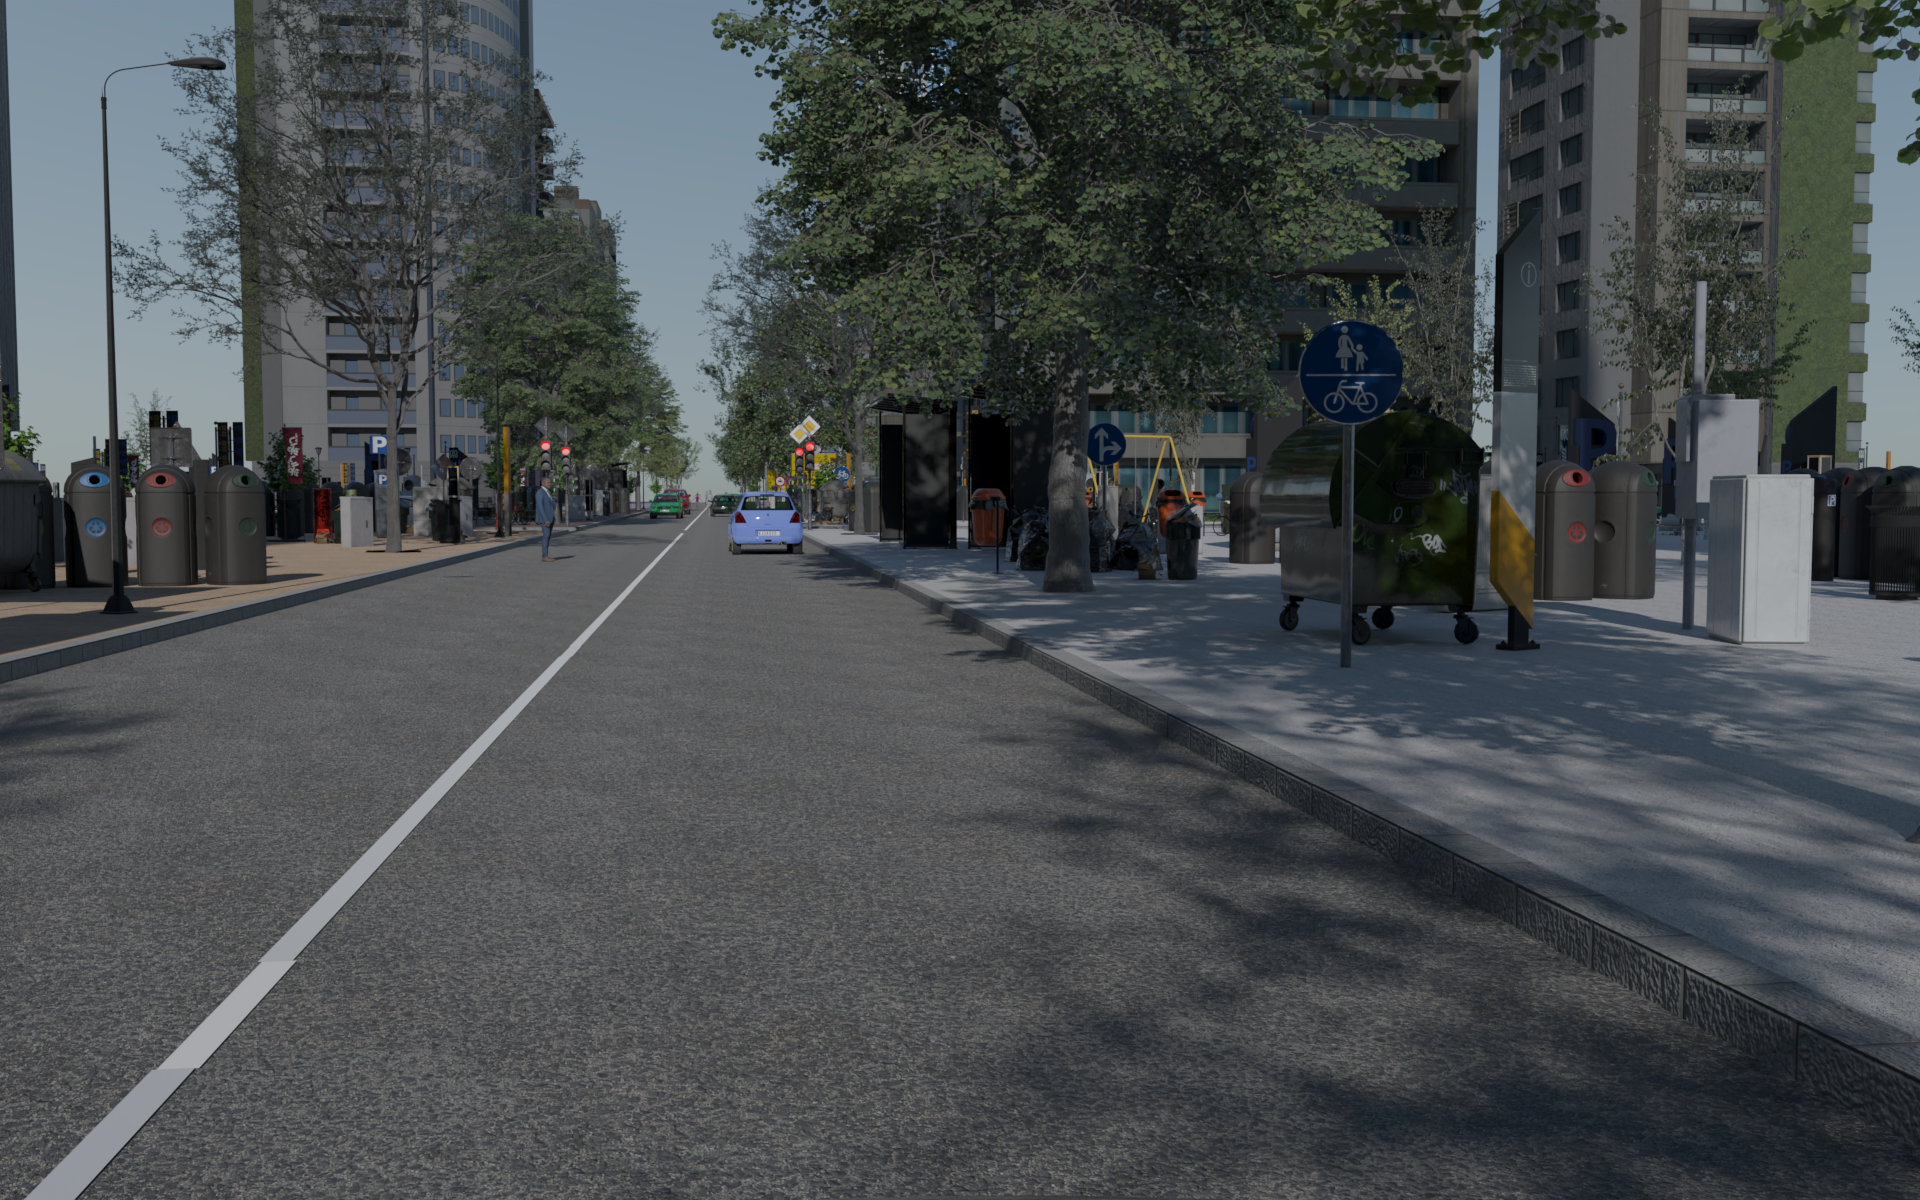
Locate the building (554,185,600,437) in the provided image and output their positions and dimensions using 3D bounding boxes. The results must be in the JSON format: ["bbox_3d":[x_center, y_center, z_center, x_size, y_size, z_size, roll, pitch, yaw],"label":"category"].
[{"bbox_3d":[-60.736,-36.967,254.524,14.600,45.320,14.200,0,4,-8],"label":"building"}]

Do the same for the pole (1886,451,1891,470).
[{"bbox_3d":[44.159,-5.419,82.447,0.158,3.312,0.155,0,3,0],"label":"pole"}]

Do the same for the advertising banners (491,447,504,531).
[{"bbox_3d":[-16.202,-3.941,60.616,0.090,3.025,2.074,-2,4,-25],"label":"advertising banners"}]

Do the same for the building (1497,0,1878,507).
[{"bbox_3d":[38.738,-25.095,93.895,14.086,41.232,14.154,0,4,-8],"label":"building"}]

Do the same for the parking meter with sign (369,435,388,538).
[{"bbox_3d":[-16.984,-3.339,50.862,0.543,3.016,1.738,-1,4,-21],"label":"parking meter with sign"}]

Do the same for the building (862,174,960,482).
[{"bbox_3d":[5.502,-30.257,186.579,32.217,40.220,23.993,0,4,-8],"label":"building"}]

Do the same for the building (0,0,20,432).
[{"bbox_3d":[-30.382,-16.330,38.700,14.107,30.474,14.160,0,4,-8],"label":"building"}]

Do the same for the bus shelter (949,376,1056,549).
[{"bbox_3d":[1.091,-2.812,37.267,1.731,3.624,6.357,0,4,-8],"label":"bus shelter"}]

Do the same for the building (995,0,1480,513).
[{"bbox_3d":[12.928,-28.621,91.658,21.600,48.544,21.300,0,4,-8],"label":"building"}]

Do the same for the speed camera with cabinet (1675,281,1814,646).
[{"bbox_3d":[7.006,-1.296,15.526,0.660,3.252,2.038,0,4,7],"label":"speed camera with cabinet"}]

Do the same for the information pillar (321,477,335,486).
[{"bbox_3d":[-27.482,-4.321,75.143,0.304,2.012,0.304,1,4,10],"label":"information pillar"}]

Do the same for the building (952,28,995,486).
[{"bbox_3d":[11.119,-29.002,128.812,22.147,44.769,28.867,0,4,-8],"label":"building"}]

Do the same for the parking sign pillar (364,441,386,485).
[{"bbox_3d":[-29.703,-6.112,88.403,1.447,3.967,1.447,-1,4,-9],"label":"parking sign pillar"}]

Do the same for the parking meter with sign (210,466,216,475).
[{"bbox_3d":[-46.820,-6.920,109.404,0.543,3.016,1.738,-1,4,-10],"label":"parking meter with sign"}]

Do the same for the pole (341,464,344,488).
[{"bbox_3d":[-41.711,-7.532,116.985,0.158,3.312,0.155,0,3,0],"label":"pole"}]

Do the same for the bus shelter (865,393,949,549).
[{"bbox_3d":[-1.247,-3.187,43.388,1.731,3.624,6.357,0,4,-8],"label":"bus shelter"}]

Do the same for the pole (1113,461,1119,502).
[{"bbox_3d":[5.751,-4.283,63.877,0.158,3.312,0.155,0,3,0],"label":"pole"}]

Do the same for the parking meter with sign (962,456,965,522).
[{"bbox_3d":[-0.668,-5.045,78.754,1.738,3.016,0.543,0,4,-6],"label":"parking meter with sign"}]

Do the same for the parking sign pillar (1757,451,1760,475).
[{"bbox_3d":[36.284,-5.511,78.574,1.447,3.967,1.447,2,4,31],"label":"parking sign pillar"}]

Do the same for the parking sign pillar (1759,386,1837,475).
[{"bbox_3d":[21.130,-3.345,43.167,1.447,3.967,1.447,-1,4,-17],"label":"parking sign pillar"}]

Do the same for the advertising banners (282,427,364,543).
[{"bbox_3d":[-16.623,-2.998,45.210,2.074,3.025,0.090,0,4,-2],"label":"advertising banners"}]

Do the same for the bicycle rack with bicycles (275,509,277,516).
[{"bbox_3d":[-39.512,-5.034,95.684,2.852,0.926,2.925,-2,4,-28],"label":"bicycle rack with bicycles"}]

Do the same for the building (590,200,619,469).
[{"bbox_3d":[-68.063,-40.531,286.375,21.300,48.544,21.600,0,4,-8],"label":"building"}]

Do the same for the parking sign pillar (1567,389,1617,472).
[{"bbox_3d":[16.358,-3.439,44.696,1.447,3.967,1.447,-1,4,-14],"label":"parking sign pillar"}]

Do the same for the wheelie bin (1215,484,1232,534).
[{"bbox_3d":[8.648,-2.906,55.420,0.980,1.594,0.693,0,4,-5],"label":"wheelie bin"}]

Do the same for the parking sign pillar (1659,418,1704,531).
[{"bbox_3d":[25.225,-4.404,60.475,1.447,3.967,1.447,-2,4,-34],"label":"parking sign pillar"}]

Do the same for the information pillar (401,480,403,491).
[{"bbox_3d":[-29.754,-5.408,92.908,0.304,2.012,0.304,-2,4,-34],"label":"information pillar"}]

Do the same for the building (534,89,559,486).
[{"bbox_3d":[-54.494,-32.296,182.667,22.147,44.769,28.867,0,4,-8],"label":"building"}]

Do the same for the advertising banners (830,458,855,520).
[{"bbox_3d":[-5.706,-5.399,84.455,0.090,3.025,2.074,2,4,33],"label":"advertising banners"}]

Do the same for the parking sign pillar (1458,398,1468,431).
[{"bbox_3d":[13.614,-3.608,47.464,1.447,3.967,1.447,1,4,22],"label":"parking sign pillar"}]

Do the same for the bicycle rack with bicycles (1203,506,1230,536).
[{"bbox_3d":[8.799,-2.380,52.287,2.925,0.926,2.852,-1,4,-23],"label":"bicycle rack with bicycles"}]

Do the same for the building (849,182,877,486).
[{"bbox_3d":[-6.283,-31.835,204.104,14.154,41.232,14.086,0,4,-8],"label":"building"}]

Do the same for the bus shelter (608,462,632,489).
[{"bbox_3d":[-25.489,-8.435,129.189,1.731,3.624,6.357,0,4,-8],"label":"bus shelter"}]

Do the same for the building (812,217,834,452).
[{"bbox_3d":[-13.455,-41.006,290.049,23.786,49.044,30.456,0,4,-8],"label":"building"}]

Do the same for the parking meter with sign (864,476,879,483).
[{"bbox_3d":[-3.676,-4.692,72.982,1.738,3.016,0.543,-3,5,-39],"label":"parking meter with sign"}]

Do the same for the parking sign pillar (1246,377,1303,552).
[{"bbox_3d":[7.115,-3.105,39.246,1.447,3.967,1.447,-2,4,-29],"label":"parking sign pillar"}]

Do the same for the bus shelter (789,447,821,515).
[{"bbox_3d":[-10.512,-8.688,119.674,2.179,5.291,8.768,0,4,-8],"label":"bus shelter"}]

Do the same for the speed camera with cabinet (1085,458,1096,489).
[{"bbox_3d":[5.151,-5.096,77.651,2.038,3.252,0.660,-1,4,-12],"label":"speed camera with cabinet"}]

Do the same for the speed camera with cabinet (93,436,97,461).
[{"bbox_3d":[-28.917,-3.939,58.734,0.660,3.252,2.038,-3,5,-41],"label":"speed camera with cabinet"}]

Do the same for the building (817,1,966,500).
[{"bbox_3d":[-10.141,-57.836,258.289,22.319,86.520,31.000,0,4,-8],"label":"building"}]

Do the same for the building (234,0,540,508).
[{"bbox_3d":[-49.961,-37.437,154.096,21.231,58.520,28.212,0,4,-8],"label":"building"}]

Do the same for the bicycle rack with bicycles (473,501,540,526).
[{"bbox_3d":[-18.491,-3.554,71.497,2.852,0.926,2.925,3,5,43],"label":"bicycle rack with bicycles"}]

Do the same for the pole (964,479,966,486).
[{"bbox_3d":[0.246,-6.318,97.136,0.158,3.312,0.155,0,3,0],"label":"pole"}]

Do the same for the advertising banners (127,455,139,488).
[{"bbox_3d":[-36.333,-4.990,77.777,2.074,3.025,0.090,0,4,1],"label":"advertising banners"}]

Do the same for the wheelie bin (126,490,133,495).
[{"bbox_3d":[-61.531,-7.339,127.908,0.693,1.594,0.980,0,4,2],"label":"wheelie bin"}]

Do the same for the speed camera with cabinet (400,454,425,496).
[{"bbox_3d":[-27.883,-5.624,86.291,2.038,3.252,0.660,1,4,18],"label":"speed camera with cabinet"}]

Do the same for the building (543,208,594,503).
[{"bbox_3d":[-58.520,-34.074,240.704,14.154,41.232,14.086,0,4,-8],"label":"building"}]

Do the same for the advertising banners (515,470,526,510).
[{"bbox_3d":[-32.529,-7.945,126.091,2.074,3.025,0.090,1,4,9],"label":"advertising banners"}]

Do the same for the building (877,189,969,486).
[{"bbox_3d":[-1.177,-24.162,166.757,14.160,30.474,14.107,0,4,-8],"label":"building"}]

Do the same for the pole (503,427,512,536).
[{"bbox_3d":[-13.770,-3.600,52.703,0.158,3.312,0.155,0,3,0],"label":"pole"}]

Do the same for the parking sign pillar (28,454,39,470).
[{"bbox_3d":[-56.778,-7.186,105.962,1.447,3.967,1.447,-3,5,-42],"label":"parking sign pillar"}]

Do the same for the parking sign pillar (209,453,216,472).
[{"bbox_3d":[-48.147,-7.632,113.249,1.447,3.967,1.447,-3,5,-42],"label":"parking sign pillar"}]

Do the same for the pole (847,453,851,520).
[{"bbox_3d":[-5.555,-5.668,86.515,0.158,3.312,0.155,0,3,0],"label":"pole"}]

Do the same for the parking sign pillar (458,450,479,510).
[{"bbox_3d":[-28.276,-6.775,99.240,1.447,3.967,1.447,3,5,43],"label":"parking sign pillar"}]
